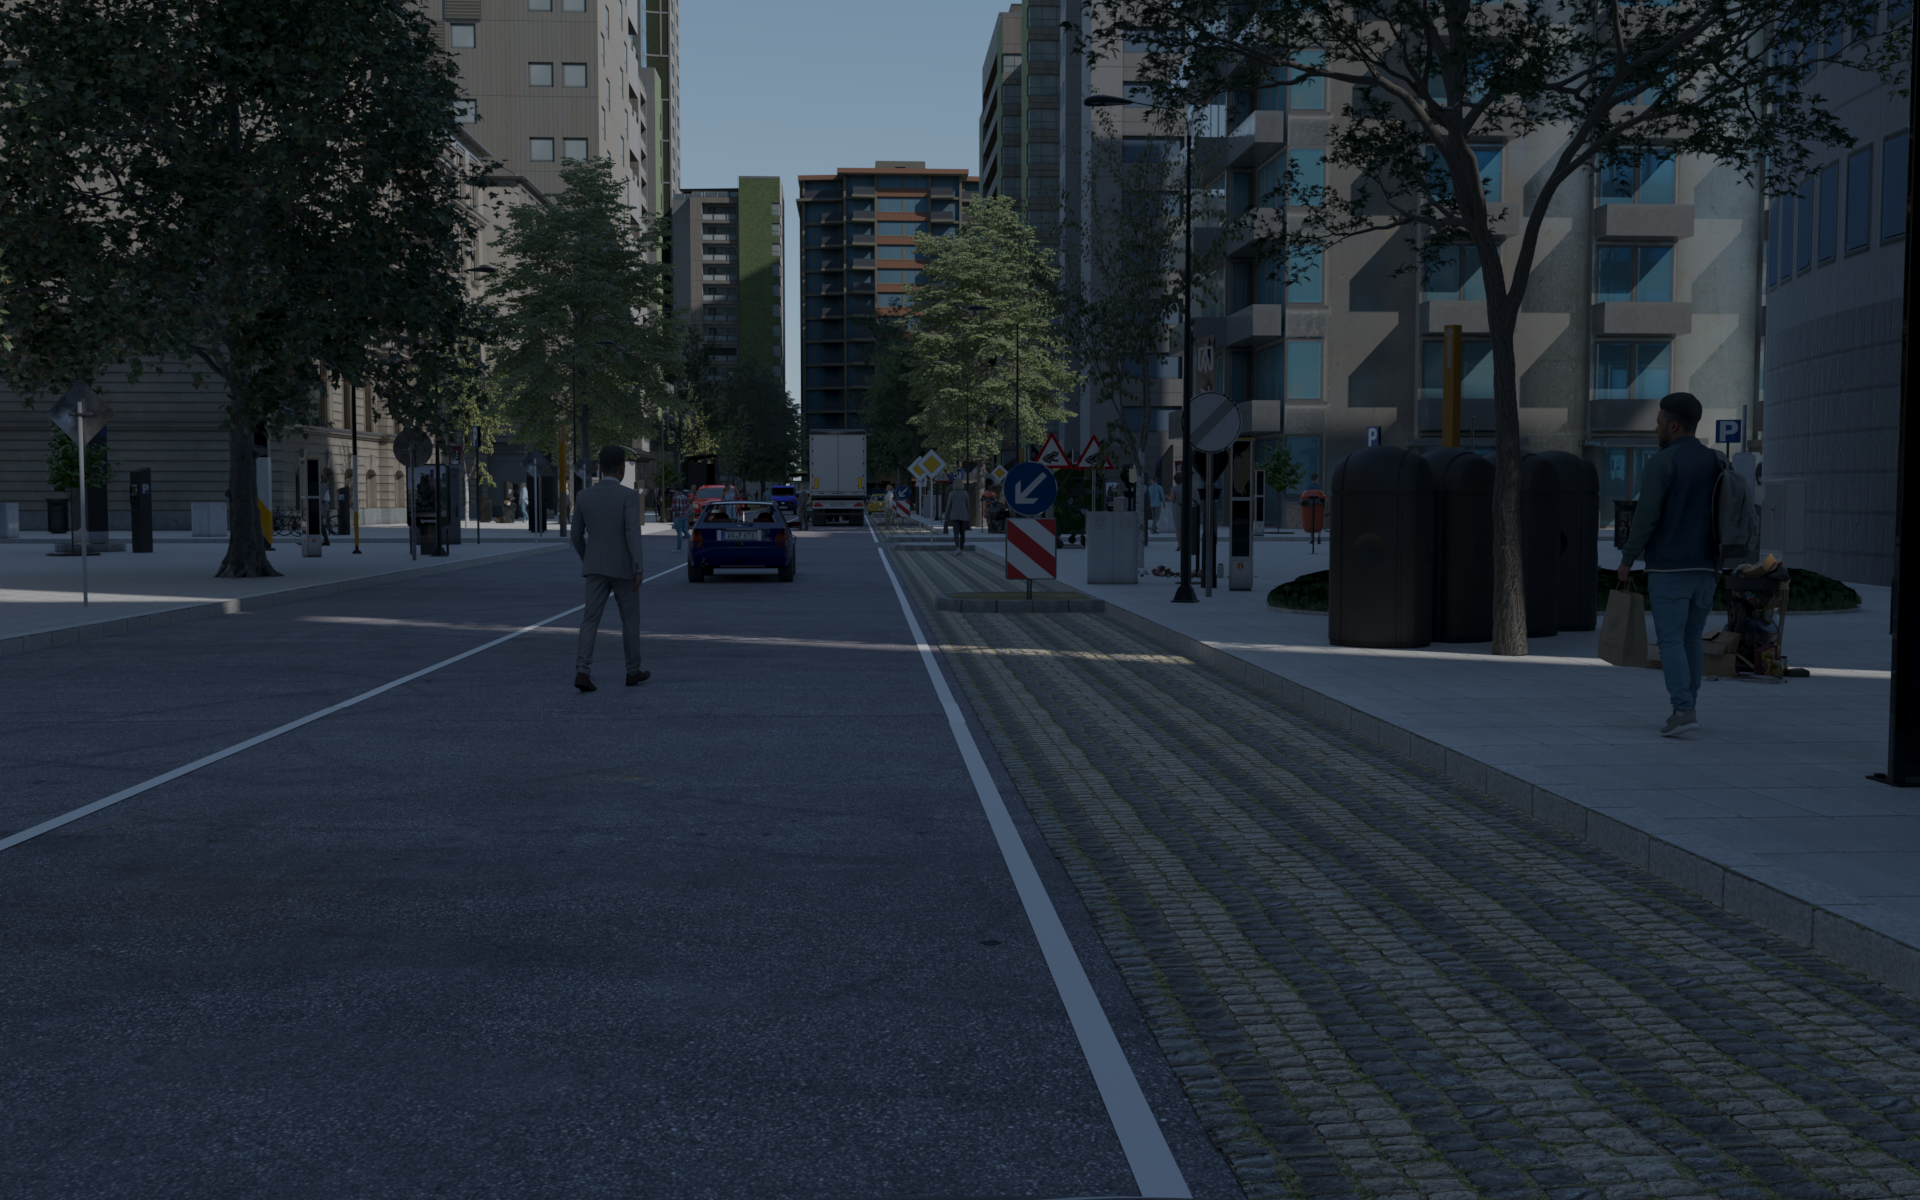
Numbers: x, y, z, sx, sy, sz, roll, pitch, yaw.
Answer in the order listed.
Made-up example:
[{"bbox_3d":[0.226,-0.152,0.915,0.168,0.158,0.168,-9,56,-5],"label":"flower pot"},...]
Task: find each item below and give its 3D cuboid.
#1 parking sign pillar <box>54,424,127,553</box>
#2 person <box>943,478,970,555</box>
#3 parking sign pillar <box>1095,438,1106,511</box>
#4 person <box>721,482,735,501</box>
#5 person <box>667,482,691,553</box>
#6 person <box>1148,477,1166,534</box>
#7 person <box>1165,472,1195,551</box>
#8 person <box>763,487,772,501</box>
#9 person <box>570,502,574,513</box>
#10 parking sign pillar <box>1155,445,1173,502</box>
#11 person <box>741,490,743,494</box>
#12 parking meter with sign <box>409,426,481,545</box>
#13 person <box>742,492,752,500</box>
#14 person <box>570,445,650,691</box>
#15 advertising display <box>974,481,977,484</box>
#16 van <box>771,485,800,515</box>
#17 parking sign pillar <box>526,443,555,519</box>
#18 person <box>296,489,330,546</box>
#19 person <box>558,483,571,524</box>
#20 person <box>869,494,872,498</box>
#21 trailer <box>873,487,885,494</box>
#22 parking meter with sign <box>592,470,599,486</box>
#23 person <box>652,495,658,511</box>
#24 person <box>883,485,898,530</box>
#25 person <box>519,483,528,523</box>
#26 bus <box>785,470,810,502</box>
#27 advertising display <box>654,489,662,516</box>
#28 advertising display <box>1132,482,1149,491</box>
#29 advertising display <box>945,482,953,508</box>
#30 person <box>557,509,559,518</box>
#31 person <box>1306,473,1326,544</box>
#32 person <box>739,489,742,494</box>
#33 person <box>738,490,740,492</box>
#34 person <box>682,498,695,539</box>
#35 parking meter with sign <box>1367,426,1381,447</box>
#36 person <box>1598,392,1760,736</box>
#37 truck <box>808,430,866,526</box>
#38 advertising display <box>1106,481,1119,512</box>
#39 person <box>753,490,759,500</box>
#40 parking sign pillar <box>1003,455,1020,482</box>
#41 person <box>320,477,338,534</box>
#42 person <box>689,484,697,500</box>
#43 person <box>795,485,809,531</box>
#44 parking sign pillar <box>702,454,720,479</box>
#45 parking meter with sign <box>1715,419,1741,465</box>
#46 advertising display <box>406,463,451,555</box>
[{"bbox_3d":[-19.421,-3.065,38.580,1.447,3.967,1.447,-3,5,-41],"label":"parking sign pillar"},{"bbox_3d":[-0.103,-1.933,40.287,0.709,1.800,0.728,0,4,-7],"label":"person"},{"bbox_3d":[6.427,-5.850,84.115,1.447,3.967,1.447,1,4,18],"label":"parking sign pillar"},{"bbox_3d":[-7.435,-2.853,55.236,0.616,1.811,0.778,-2,4,-27],"label":"person"},{"bbox_3d":[-6.824,-2.023,42.415,0.643,1.720,0.563,2,4,24],"label":"person"},{"bbox_3d":[6.199,-3.029,55.422,0.638,1.841,0.748,3,5,41],"label":"person"},{"bbox_3d":[4.979,-1.998,39.069,0.716,1.782,0.532,-2,4,-27],"label":"person"},{"bbox_3d":[-11.487,-5.783,102.920,0.638,1.841,0.748,3,5,43],"label":"person"},{"bbox_3d":[-14.200,-3.254,64.264,0.505,1.210,0.382,-1,4,-17],"label":"person"},{"bbox_3d":[11.084,-6.458,94.056,1.447,3.967,1.447,2,4,35],"label":"parking sign pillar"},{"bbox_3d":[-21.240,-9.882,168.421,0.742,1.727,0.445,-2,4,-25],"label":"person"},{"bbox_3d":[-13.082,-2.918,43.964,1.738,3.016,0.543,-2,4,-28],"label":"parking meter with sign"},{"bbox_3d":[-18.596,-8.784,150.390,1.217,1.736,0.721,-2,4,-27],"label":"person"},{"bbox_3d":[-2.587,-0.243,12.749,0.678,1.792,0.850,1,4,16],"label":"person"},{"bbox_3d":[0.794,-5.099,88.585,0.123,1.923,0.974,0,4,3],"label":"advertising display"},{"bbox_3d":[-12.249,-7.083,120.193,2.240,2.365,5.245,0,4,-5],"label":"van"},{"bbox_3d":[-21.785,-6.199,89.825,1.447,3.967,1.447,0,4,3],"label":"parking sign pillar"},{"bbox_3d":[-15.972,-2.216,42.680,0.834,1.777,0.661,-2,4,-32],"label":"person"},{"bbox_3d":[-17.042,-4.170,74.404,0.709,1.800,0.728,3,4,36],"label":"person"},{"bbox_3d":[-10.281,-11.623,201.761,0.697,1.427,0.421,0,4,-7],"label":"person"},{"bbox_3d":[-6.969,-8.712,149.493,1.471,1.999,3.904,0,4,-4],"label":"trailer"},{"bbox_3d":[-16.532,-5.051,78.849,1.738,3.016,0.543,-2,4,-30],"label":"parking meter with sign"},{"bbox_3d":[-23.313,-7.798,134.255,1.217,1.736,0.721,-2,4,-35],"label":"person"},{"bbox_3d":[-2.744,-3.669,68.718,0.641,1.798,0.478,2,4,23],"label":"person"},{"bbox_3d":[-19.423,-4.339,77.255,0.793,1.790,0.793,3,4,38],"label":"person"},{"bbox_3d":[-16.769,-11.702,182.872,2.896,3.916,12.252,0,4,-3],"label":"bus"},{"bbox_3d":[-17.490,-5.898,101.646,0.123,1.923,0.974,-3,5,-40],"label":"advertising display"},{"bbox_3d":[8.976,-4.968,86.442,0.974,1.923,0.123,2,4,35],"label":"advertising display"},{"bbox_3d":[-0.501,-4.555,79.686,0.123,1.923,0.974,-1,4,-14],"label":"advertising display"},{"bbox_3d":[-18.568,-4.280,81.033,0.382,1.210,0.505,1,4,16],"label":"person"},{"bbox_3d":[9.097,-2.348,44.456,0.581,1.822,0.654,0,4,7],"label":"person"},{"bbox_3d":[-21.799,-10.199,172.817,1.348,1.821,0.705,0,4,4],"label":"person"},{"bbox_3d":[-25.818,-11.908,201.532,1.217,1.735,0.721,3,4,38],"label":"person"},{"bbox_3d":[-8.611,-2.608,55.414,0.640,1.303,0.475,-2,4,-30],"label":"person"},{"bbox_3d":[11.448,-2.980,44.977,1.738,3.016,0.543,-1,4,-19],"label":"parking meter with sign"},{"bbox_3d":[3.805,-0.198,9.257,0.794,1.824,0.713,0,4,3],"label":"person"},{"bbox_3d":[-5.740,-5.627,80.921,2.839,4.237,11.283,0,4,-4],"label":"truck"},{"bbox_3d":[7.768,-5.124,88.985,0.123,1.923,0.974,-3,5,-44],"label":"advertising display"},{"bbox_3d":[-22.804,-11.422,193.611,0.721,1.723,1.217,2,4,27],"label":"person"},{"bbox_3d":[3.441,-7.559,112.068,1.447,3.967,1.447,0,3,0],"label":"parking sign pillar"},{"bbox_3d":[-20.469,-3.034,55.752,0.850,1.850,0.679,-1,4,-23],"label":"person"},{"bbox_3d":[-14.281,-5.317,93.162,0.728,1.800,0.709,3,5,44],"label":"person"},{"bbox_3d":[-6.260,-3.635,68.115,0.590,1.801,0.661,0,4,6],"label":"person"},{"bbox_3d":[-16.974,-7.897,117.594,1.447,3.967,1.447,1,4,21],"label":"parking sign pillar"},{"bbox_3d":[17.681,-2.664,39.810,0.543,3.016,1.738,1,4,20],"label":"parking meter with sign"},{"bbox_3d":[-11.206,-1.915,36.522,0.974,1.923,0.123,1,4,13],"label":"advertising display"}]
